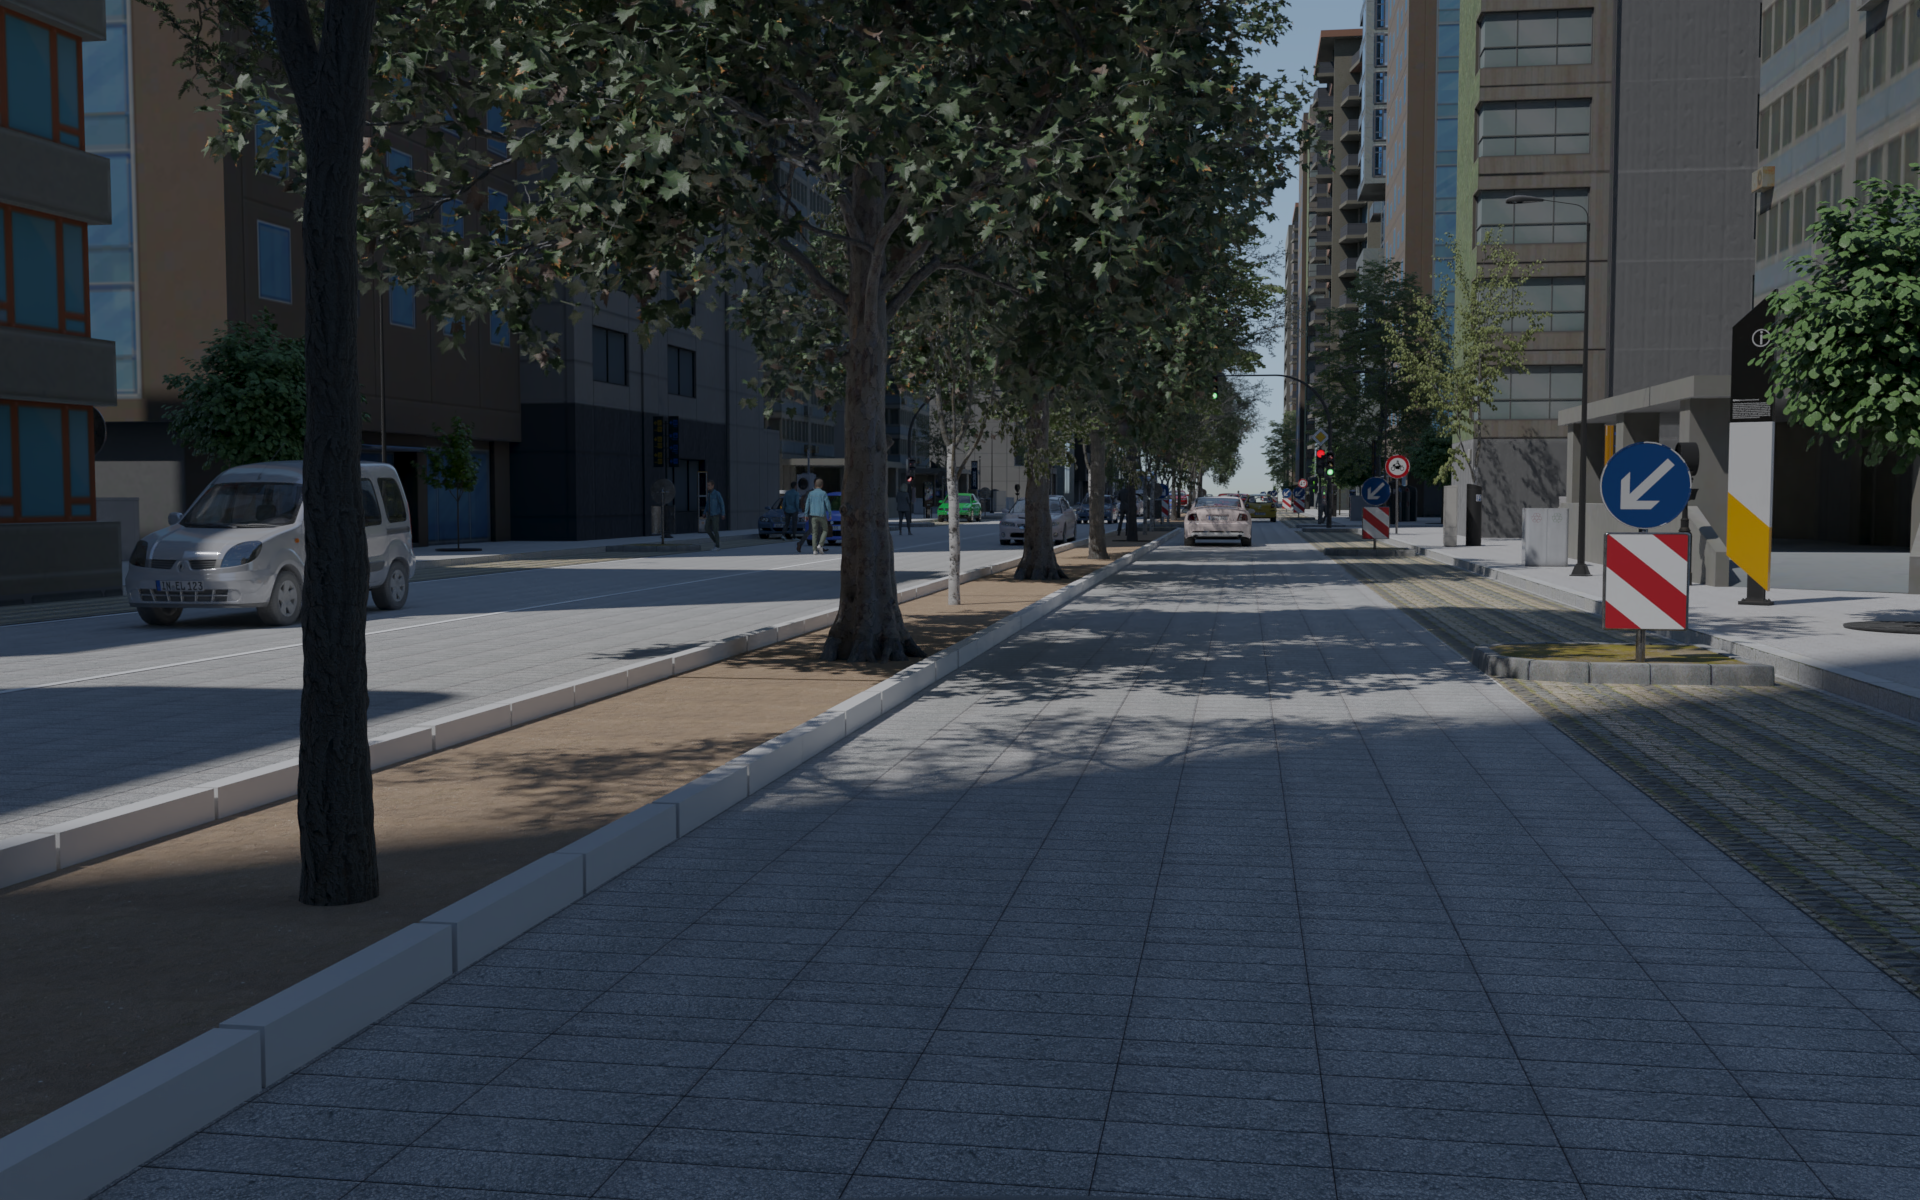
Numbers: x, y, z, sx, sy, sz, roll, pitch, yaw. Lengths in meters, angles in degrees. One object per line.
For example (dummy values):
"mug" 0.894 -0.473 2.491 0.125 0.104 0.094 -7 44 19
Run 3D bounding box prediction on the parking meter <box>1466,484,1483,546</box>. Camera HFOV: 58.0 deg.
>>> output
"parking meter" 12.652 -2.093 42.638 0.372 1.533 0.369 0 3 0

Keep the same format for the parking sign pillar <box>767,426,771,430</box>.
"parking sign pillar" -7.841 -4.892 68.451 1.447 3.967 1.447 1 4 12

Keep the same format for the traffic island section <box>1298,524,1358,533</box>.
"traffic island section" 13.975 -2.646 65.545 2.009 0.180 2.903 1 4 9

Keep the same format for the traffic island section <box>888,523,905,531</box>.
"traffic island section" -3.534 -2.821 68.403 2.009 0.180 2.903 1 4 9

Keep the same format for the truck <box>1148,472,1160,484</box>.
"truck" 23.088 -13.460 209.829 2.967 4.110 18.799 1 4 9

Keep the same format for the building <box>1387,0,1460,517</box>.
"building" 32.151 -27.487 99.528 14.600 45.320 14.200 1 4 9

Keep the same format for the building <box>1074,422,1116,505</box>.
"building" 14.260 -28.784 242.316 14.160 30.474 14.107 1 4 9

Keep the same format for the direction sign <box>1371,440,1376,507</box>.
"direction sign" 17.560 -4.988 73.548 0.379 3.537 0.876 1 4 23

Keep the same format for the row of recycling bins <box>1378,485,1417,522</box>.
"row of recycling bins" 20.260 -4.479 80.351 1.069 1.692 3.534 2 4 34

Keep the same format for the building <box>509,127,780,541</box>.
"building" -18.786 -37.814 56.513 20.611 71.187 20.563 1 4 9

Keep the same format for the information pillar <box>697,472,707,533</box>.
"information pillar" -8.424 -3.187 56.597 0.304 2.012 0.304 -1 4 -15

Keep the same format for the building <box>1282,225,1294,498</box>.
"building" 65.603 -40.844 291.495 21.300 48.544 21.600 1 4 9

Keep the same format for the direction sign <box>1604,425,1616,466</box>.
"direction sign" 18.124 -3.451 48.416 0.876 3.537 0.379 1 4 13

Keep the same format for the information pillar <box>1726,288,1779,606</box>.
"information pillar" 9.140 -1.750 19.965 0.504 3.616 0.183 3 5 43

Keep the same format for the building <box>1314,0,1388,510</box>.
"building" 38.739 -49.876 128.144 22.319 86.520 31.000 1 4 9

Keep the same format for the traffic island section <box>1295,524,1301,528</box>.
"traffic island section" 15.264 -3.128 73.425 2.009 0.180 2.903 1 4 9

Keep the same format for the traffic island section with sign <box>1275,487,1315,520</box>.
"traffic island section with sign" 18.540 -5.309 95.428 1.989 1.847 2.006 1 4 9

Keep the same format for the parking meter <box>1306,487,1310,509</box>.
"parking meter" 29.276 -8.561 145.682 0.255 1.863 0.399 2 4 34

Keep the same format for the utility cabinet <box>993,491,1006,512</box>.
"utility cabinet" 2.793 -6.971 122.657 0.318 1.500 1.173 3 4 37

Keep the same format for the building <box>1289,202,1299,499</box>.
"building" 59.452 -36.570 252.540 22.147 44.769 28.867 1 4 9

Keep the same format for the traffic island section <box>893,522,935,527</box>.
"traffic island section" -2.245 -3.303 76.284 2.009 0.180 2.903 1 4 9

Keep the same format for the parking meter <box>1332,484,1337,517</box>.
"parking meter" 21.060 -5.622 97.636 0.255 1.863 0.399 -1 4 -15

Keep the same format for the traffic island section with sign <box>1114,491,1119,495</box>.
"traffic island section with sign" 18.266 -11.805 201.640 1.989 1.847 2.006 1 4 9

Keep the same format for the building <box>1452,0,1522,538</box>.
"building" 22.983 -22.715 54.986 14.154 41.232 14.086 1 4 9

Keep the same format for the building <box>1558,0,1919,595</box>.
"building" 27.447 -20.493 26.943 32.217 40.220 23.993 1 4 9

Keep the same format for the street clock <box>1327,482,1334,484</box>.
"street clock" 21.535 -5.878 100.668 0.471 2.002 0.358 -3 5 -41

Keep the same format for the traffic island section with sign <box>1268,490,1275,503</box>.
"traffic island section with sign" 23.002 -6.976 122.681 1.989 1.847 2.006 1 4 9

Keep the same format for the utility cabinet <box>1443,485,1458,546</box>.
"utility cabinet" 12.039 -2.073 42.567 0.318 1.500 1.173 1 4 14

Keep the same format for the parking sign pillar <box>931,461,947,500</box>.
"parking sign pillar" -1.479 -9.487 143.583 1.447 3.967 1.447 2 4 31

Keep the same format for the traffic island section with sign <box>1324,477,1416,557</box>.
"traffic island section with sign" 9.550 -1.949 40.495 1.989 1.847 2.006 1 4 9

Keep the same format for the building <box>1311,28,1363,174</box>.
"building" 44.171 -31.025 161.878 22.147 44.769 28.867 1 4 9

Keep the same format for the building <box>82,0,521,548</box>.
"building" -19.806 -23.872 40.425 14.600 45.320 14.200 1 4 9

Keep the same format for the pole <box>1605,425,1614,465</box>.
"pole" 16.865 -3.132 45.051 0.158 3.312 0.155 0 3 0

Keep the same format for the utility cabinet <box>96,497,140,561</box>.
"utility cabinet" -16.166 -1.335 32.986 0.306 1.237 1.020 2 4 28

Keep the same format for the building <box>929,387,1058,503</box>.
"building" -1.453 -44.259 161.882 20.563 71.187 20.611 1 4 9

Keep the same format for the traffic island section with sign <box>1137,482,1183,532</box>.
"traffic island section with sign" 7.450 -3.591 66.851 2.006 1.907 1.989 1 4 9

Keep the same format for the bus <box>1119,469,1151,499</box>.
"bus" 18.128 -11.338 176.925 2.896 3.916 12.252 1 4 9

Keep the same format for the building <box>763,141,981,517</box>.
"building" -15.286 -26.330 122.372 32.217 40.220 23.993 1 4 9

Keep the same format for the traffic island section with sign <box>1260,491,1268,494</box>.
"traffic island section with sign" 31.109 -10.006 172.225 1.989 1.847 2.006 1 4 9

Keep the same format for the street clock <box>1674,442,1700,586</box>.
"street clock" 10.150 -1.203 24.247 0.358 2.002 0.471 0 4 8

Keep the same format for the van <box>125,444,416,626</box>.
"van" -7.929 -0.805 20.169 2.013 2.044 4.112 0 4 8

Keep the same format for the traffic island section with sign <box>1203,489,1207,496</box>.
"traffic island section with sign" 20.777 -8.574 148.317 2.006 1.907 1.989 1 4 9

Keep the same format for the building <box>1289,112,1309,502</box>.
"building" 45.851 -33.522 198.192 14.600 45.320 14.200 1 4 9

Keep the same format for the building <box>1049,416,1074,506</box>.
"building" 1.848 -53.488 187.201 22.319 86.520 31.000 1 4 9

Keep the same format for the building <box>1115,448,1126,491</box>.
"building" 13.908 -39.477 265.051 23.786 49.044 30.456 1 4 9

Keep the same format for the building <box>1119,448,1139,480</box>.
"building" 19.091 -40.802 290.821 21.300 48.544 21.600 1 4 9

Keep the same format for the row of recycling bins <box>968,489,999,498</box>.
"row of recycling bins" 1.623 -7.909 136.424 3.534 1.692 1.069 -3 4 -36

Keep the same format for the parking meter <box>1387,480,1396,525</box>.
"parking meter" 18.175 -4.111 72.924 0.399 1.863 0.255 -3 5 -40

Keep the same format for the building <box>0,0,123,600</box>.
"building" -27.707 -10.187 11.605 27.650 21.520 28.899 1 4 9

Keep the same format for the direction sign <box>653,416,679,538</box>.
"direction sign" -8.532 -3.568 50.331 0.876 3.537 0.379 2 4 24

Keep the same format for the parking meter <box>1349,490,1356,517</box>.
"parking meter" 21.640 -5.326 95.493 0.372 1.533 0.369 0 3 0

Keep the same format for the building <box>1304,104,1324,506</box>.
"building" 43.797 -30.596 183.838 14.154 41.232 14.086 1 4 9

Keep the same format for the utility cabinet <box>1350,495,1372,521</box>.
"utility cabinet" 19.214 -4.391 82.948 1.020 1.237 0.306 0 4 2

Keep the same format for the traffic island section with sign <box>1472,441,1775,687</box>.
"traffic island section with sign" 5.204 -0.322 13.891 1.989 1.847 2.006 1 4 9

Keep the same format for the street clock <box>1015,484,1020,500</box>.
"street clock" 4.198 -7.468 126.678 0.358 2.002 0.471 2 4 30

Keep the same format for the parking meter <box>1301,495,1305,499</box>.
"parking meter" 27.711 -8.048 139.998 0.372 1.533 0.369 0 3 0

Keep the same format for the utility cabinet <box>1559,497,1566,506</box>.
"utility cabinet" 15.296 -1.937 42.824 1.020 1.237 0.306 -2 4 -25
